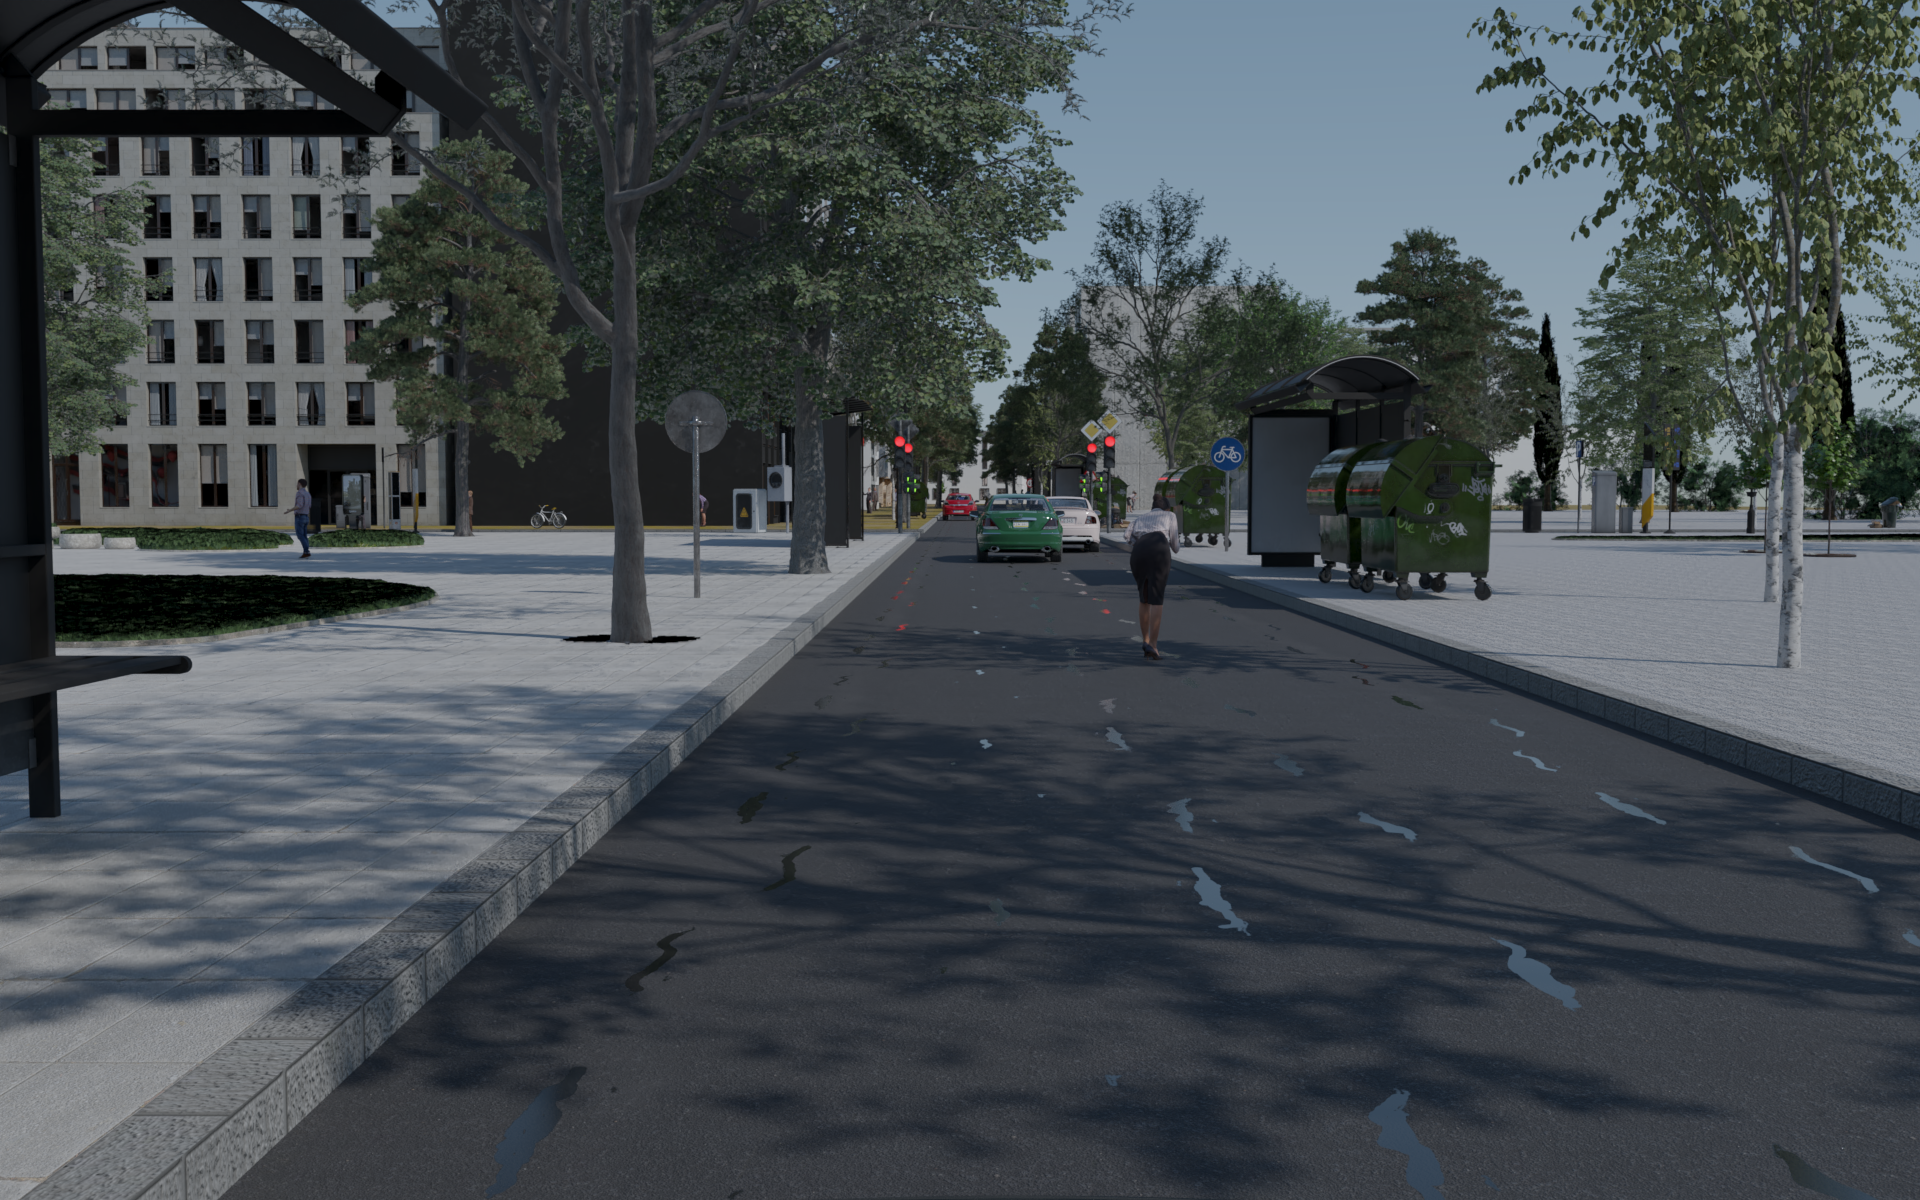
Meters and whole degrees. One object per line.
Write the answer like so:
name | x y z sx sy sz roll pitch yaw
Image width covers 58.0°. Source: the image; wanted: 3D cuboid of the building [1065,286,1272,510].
building | 18.663 -17.688 155.650 16.747 18.905 31.486 0 4 0

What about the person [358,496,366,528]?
person | -21.164 -3.111 61.242 0.647 1.594 0.662 2 4 29

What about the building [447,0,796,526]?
building | -14.035 -15.103 76.614 12.332 23.373 15.834 0 4 0

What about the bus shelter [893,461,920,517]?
bus shelter | -2.847 -6.593 99.081 1.731 3.624 6.357 0 4 0

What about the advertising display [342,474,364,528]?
advertising display | -19.945 -3.164 56.943 0.974 1.923 0.123 2 4 34

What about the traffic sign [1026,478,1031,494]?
traffic sign | 5.712 -8.548 139.864 0.768 2.556 0.104 0 4 5

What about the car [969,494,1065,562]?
car | 1.263 -1.598 37.929 2.131 1.459 4.920 0 4 0

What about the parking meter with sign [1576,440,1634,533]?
parking meter with sign | 21.030 -3.683 56.483 1.738 3.016 0.543 0 4 3

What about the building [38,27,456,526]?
building | -29.121 -13.444 74.566 16.860 20.320 10.420 0 4 0

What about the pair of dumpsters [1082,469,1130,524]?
pair of dumpsters | 5.919 -4.108 69.660 1.574 2.255 4.436 0 4 0

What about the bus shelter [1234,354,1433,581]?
bus shelter | 5.848 -2.079 27.919 2.014 3.302 5.546 0 3 0

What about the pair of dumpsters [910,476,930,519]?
pair of dumpsters | -2.367 -5.401 90.796 1.574 2.255 4.436 0 3 0

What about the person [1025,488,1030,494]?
person | 6.247 -9.277 157.703 1.348 1.826 0.705 0 4 -8

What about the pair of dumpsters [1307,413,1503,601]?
pair of dumpsters | 5.777 -1.243 22.824 1.574 2.255 4.436 0 4 0

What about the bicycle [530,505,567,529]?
bicycle | -15.241 -3.119 64.209 1.543 0.972 0.635 1 4 16

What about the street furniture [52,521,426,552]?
street furniture | -18.366 -1.600 41.782 10.072 0.657 5.734 1 4 20

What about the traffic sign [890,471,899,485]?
traffic sign | -3.411 -5.725 93.711 0.768 2.556 0.104 1 4 9

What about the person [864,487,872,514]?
person | -6.130 -6.552 113.966 0.742 1.727 0.445 1 4 12

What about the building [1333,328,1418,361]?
building | 47.598 -21.196 202.969 11.380 20.091 16.016 0 4 0

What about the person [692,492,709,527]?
person | -10.167 -3.584 67.880 0.697 1.427 0.421 -3 5 -41

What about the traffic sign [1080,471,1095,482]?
traffic sign | 5.782 -4.724 77.240 0.884 2.594 0.081 0 4 4

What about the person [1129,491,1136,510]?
person | 13.493 -7.767 135.245 0.471 1.553 0.569 2 4 35

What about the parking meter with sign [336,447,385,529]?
parking meter with sign | -22.294 -4.166 64.370 1.738 3.016 0.543 -1 4 -18

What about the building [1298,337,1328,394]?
building | 35.791 -21.190 202.868 11.380 20.091 16.016 0 4 0

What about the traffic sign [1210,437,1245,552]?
traffic sign | 5.952 -2.354 38.593 0.768 2.556 0.104 0 4 7

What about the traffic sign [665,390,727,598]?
traffic sign | -3.246 -1.297 21.313 0.768 2.556 0.104 0 4 1

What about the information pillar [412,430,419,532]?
information pillar | -17.900 -4.009 56.897 0.183 3.616 0.504 -2 4 -28

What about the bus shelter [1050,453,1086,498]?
bus shelter | 5.771 -5.817 89.025 2.014 3.302 5.546 0 4 0

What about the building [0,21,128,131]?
building | -50.100 -17.009 75.362 25.104 27.353 12.463 0 4 0

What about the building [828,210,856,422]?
building | -12.304 -16.255 114.920 9.793 20.994 18.267 0 4 0

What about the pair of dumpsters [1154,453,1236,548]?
pair of dumpsters | 5.870 -2.499 43.346 1.574 2.255 4.436 0 4 0

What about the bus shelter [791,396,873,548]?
bus shelter | -3.138 -3.237 44.205 1.731 3.624 6.357 0 4 0

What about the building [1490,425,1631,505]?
building | 67.879 -16.144 206.097 28.070 9.664 9.099 0 4 0

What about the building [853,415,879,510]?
building | -11.629 -12.962 154.069 9.099 9.664 28.070 0 4 0

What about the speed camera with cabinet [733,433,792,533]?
speed camera with cabinet | -6.443 -3.809 56.609 2.038 3.252 0.660 2 4 28

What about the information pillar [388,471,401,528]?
information pillar | -18.369 -3.166 56.259 0.304 2.012 0.304 -3 4 -36

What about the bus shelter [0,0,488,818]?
bus shelter | -2.928 -0.637 4.343 2.014 3.302 5.546 0 3 0

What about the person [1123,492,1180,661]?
person | 1.730 -0.214 15.191 0.628 1.438 0.799 -1 4 -14

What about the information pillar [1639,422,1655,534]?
information pillar | 22.295 -3.960 56.101 0.183 3.616 0.504 -1 4 -16

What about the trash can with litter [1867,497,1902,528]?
trash can with litter | 34.676 -3.276 64.956 1.055 1.170 0.624 0 4 -7

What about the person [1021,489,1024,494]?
person | 5.841 -9.381 160.150 0.721 1.735 1.217 1 4 22

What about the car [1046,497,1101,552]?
car | 2.566 -1.940 44.086 2.083 1.381 4.827 0 4 2

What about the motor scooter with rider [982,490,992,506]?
motor scooter with rider | 1.954 -6.727 118.957 0.876 1.779 1.986 0 3 0

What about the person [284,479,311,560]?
person | -12.958 -1.594 34.065 0.435 1.587 0.963 0 4 -6

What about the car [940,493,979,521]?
car | -0.020 -5.232 94.584 2.155 1.783 4.494 0 4 2

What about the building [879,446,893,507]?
building | -14.836 -20.140 185.711 16.016 20.091 11.380 0 4 0

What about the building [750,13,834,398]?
building | -14.071 -18.868 94.402 13.634 28.700 20.117 0 4 0

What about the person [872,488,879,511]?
person | -6.354 -7.579 130.510 0.434 1.755 0.990 2 4 27

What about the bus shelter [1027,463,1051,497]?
bus shelter | 6.106 -8.694 133.433 1.731 3.624 6.357 0 4 0

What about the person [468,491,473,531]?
person | -17.785 -3.167 62.558 0.388 1.546 0.482 -1 4 -17
